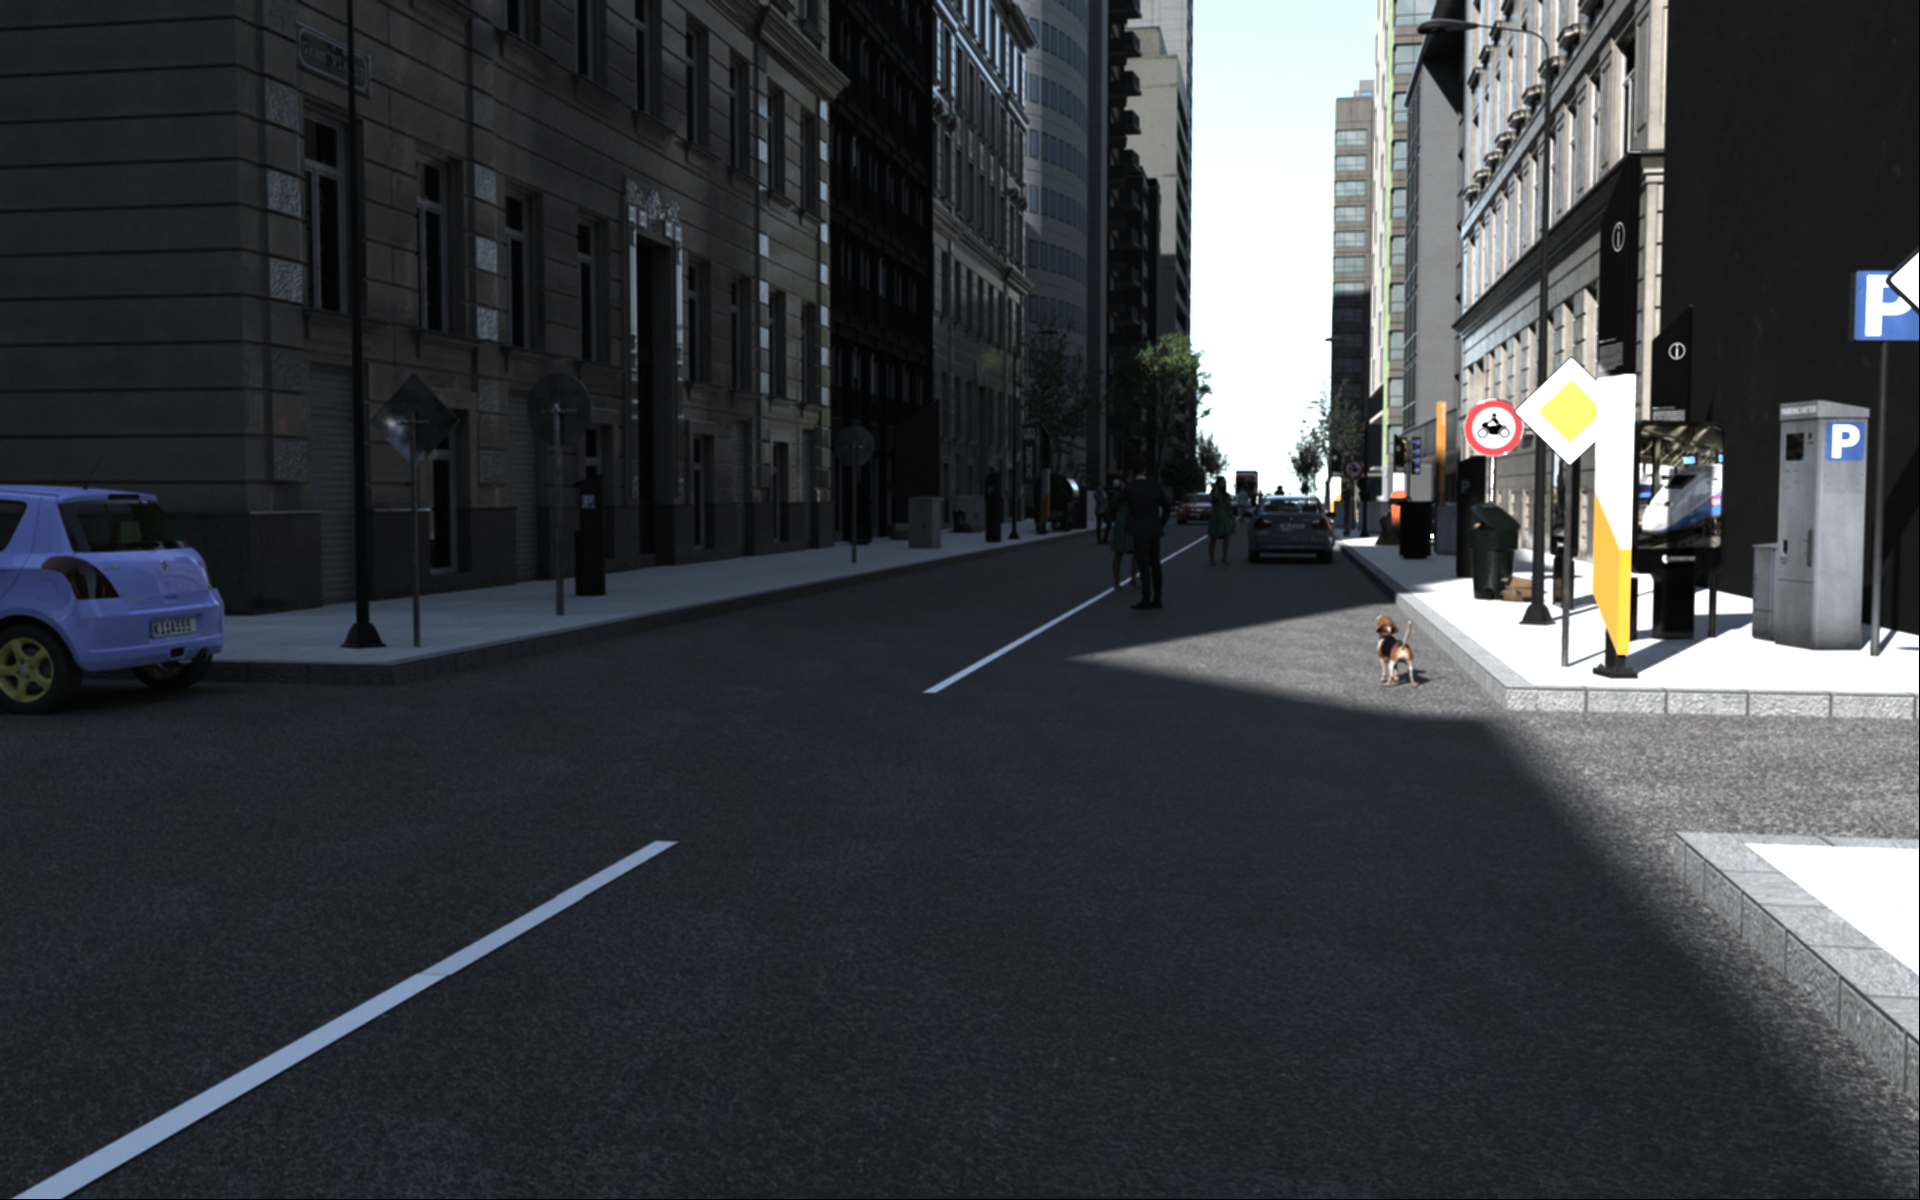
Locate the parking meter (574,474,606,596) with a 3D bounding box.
[{"bbox_3d":[-4.687,-0.827,21.927,0.372,1.533,0.369,0,3,0],"label":"parking meter"}]

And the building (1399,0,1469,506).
[{"bbox_3d":[25.951,-15.299,69.207,14.314,24.678,30.058,1,4,10],"label":"building"}]

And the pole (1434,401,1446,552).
[{"bbox_3d":[10.613,-2.717,38.265,0.158,3.312,0.155,0,3,0],"label":"pole"}]

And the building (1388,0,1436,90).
[{"bbox_3d":[31.235,-25.338,97.863,14.154,41.232,14.086,1,4,10],"label":"building"}]

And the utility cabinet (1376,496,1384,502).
[{"bbox_3d":[16.729,-3.541,69.059,0.306,1.237,1.020,1,4,12],"label":"utility cabinet"}]

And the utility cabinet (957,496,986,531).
[{"bbox_3d":[0.409,-3.014,60.443,1.020,1.237,0.306,1,4,13],"label":"utility cabinet"}]

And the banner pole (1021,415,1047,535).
[{"bbox_3d":[2.337,-3.960,54.760,0.863,3.779,0.401,-1,4,-17],"label":"banner pole"}]

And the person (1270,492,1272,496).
[{"bbox_3d":[41.231,-13.555,230.648,0.617,1.759,0.750,-3,5,-40],"label":"person"}]

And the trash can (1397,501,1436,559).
[{"bbox_3d":[9.042,-1.390,34.372,0.748,1.137,0.748,0,3,0],"label":"trash can"}]

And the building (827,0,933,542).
[{"bbox_3d":[-8.382,-13.523,50.778,12.332,23.373,15.834,1,4,10],"label":"building"}]

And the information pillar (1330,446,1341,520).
[{"bbox_3d":[18.439,-5.725,84.962,0.504,3.616,0.183,-1,4,-12],"label":"information pillar"}]

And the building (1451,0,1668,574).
[{"bbox_3d":[20.579,-12.627,39.741,16.112,22.955,30.059,1,4,10],"label":"building"}]

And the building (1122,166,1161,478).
[{"bbox_3d":[10.167,-23.332,153.182,14.160,30.474,14.107,1,4,10],"label":"building"}]

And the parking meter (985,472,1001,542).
[{"bbox_3d":[0.882,-2.483,46.311,0.399,1.863,0.255,3,5,40],"label":"parking meter"}]

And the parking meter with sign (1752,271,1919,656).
[{"bbox_3d":[7.209,-1.112,14.443,0.543,3.016,1.738,0,4,-2],"label":"parking meter with sign"}]

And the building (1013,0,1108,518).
[{"bbox_3d":[-2.985,-34.368,103.913,21.231,58.520,28.212,1,4,10],"label":"building"}]

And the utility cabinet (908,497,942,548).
[{"bbox_3d":[-0.849,-1.843,41.288,0.306,1.237,1.020,-2,4,-35],"label":"utility cabinet"}]

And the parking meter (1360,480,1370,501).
[{"bbox_3d":[16.873,-4.067,72.207,0.399,1.863,0.255,1,4,9],"label":"parking meter"}]

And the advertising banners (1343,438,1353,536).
[{"bbox_3d":[12.052,-3.515,53.659,0.090,3.025,2.074,1,4,19],"label":"advertising banners"}]

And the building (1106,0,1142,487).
[{"bbox_3d":[2.136,-29.223,132.416,22.147,44.769,28.867,1,4,10],"label":"building"}]

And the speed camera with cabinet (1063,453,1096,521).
[{"bbox_3d":[5.550,-5.467,83.722,2.038,3.252,0.660,-1,4,-22],"label":"speed camera with cabinet"}]

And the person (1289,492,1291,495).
[{"bbox_3d":[36.969,-11.323,194.436,0.445,1.727,0.742,0,4,-8],"label":"person"}]

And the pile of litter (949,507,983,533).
[{"bbox_3d":[0.200,-2.697,58.062,1.176,0.858,1.719,0,4,3],"label":"pile of litter"}]

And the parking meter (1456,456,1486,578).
[{"bbox_3d":[7.841,-1.278,26.600,0.255,1.863,0.399,-2,4,-27],"label":"parking meter"}]

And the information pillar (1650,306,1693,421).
[{"bbox_3d":[8.936,-1.862,21.792,0.183,3.616,0.504,-3,5,-43],"label":"information pillar"}]

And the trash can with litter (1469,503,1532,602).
[{"bbox_3d":[6.643,-0.584,20.936,0.624,1.170,1.055,-1,4,-22],"label":"trash can with litter"}]

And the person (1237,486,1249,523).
[{"bbox_3d":[13.981,-4.744,85.927,0.748,1.841,0.638,-3,5,-39],"label":"person"}]

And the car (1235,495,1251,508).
[{"bbox_3d":[29.184,-10.247,179.893,2.083,1.381,4.827,1,4,10],"label":"car"}]

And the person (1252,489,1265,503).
[{"bbox_3d":[24.692,-8.194,142.477,1.348,1.824,0.705,2,4,29],"label":"person"}]

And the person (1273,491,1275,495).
[{"bbox_3d":[43.170,-14.004,237.455,1.348,1.826,0.705,2,4,30],"label":"person"}]

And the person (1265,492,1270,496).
[{"bbox_3d":[36.566,-12.055,206.304,0.721,1.736,1.217,-2,4,-32],"label":"person"}]

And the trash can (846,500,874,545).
[{"bbox_3d":[-2.540,-1.973,43.911,0.748,1.137,0.748,0,3,0],"label":"trash can"}]

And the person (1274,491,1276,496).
[{"bbox_3d":[33.788,-10.802,185.823,0.721,1.736,1.217,1,4,20],"label":"person"}]

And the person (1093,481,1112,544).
[{"bbox_3d":[4.114,-2.517,49.834,0.592,1.802,0.473,-2,4,-31],"label":"person"}]

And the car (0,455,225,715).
[{"bbox_3d":[-7.189,-0.159,12.199,3.694,1.707,1.945,1,4,9],"label":"car"}]

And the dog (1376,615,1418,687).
[{"bbox_3d":[3.262,0.383,13.024,0.406,0.507,0.540,-3,5,-43],"label":"dog"}]

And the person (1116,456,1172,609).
[{"bbox_3d":[2.283,-0.844,21.663,0.648,1.900,0.474,-2,4,-29],"label":"person"}]

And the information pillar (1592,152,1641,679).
[{"bbox_3d":[4.612,-1.274,12.178,0.183,3.616,0.504,0,4,-1],"label":"information pillar"}]

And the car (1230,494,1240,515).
[{"bbox_3d":[18.076,-6.623,118.080,2.009,1.686,4.222,1,4,9],"label":"car"}]

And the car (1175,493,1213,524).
[{"bbox_3d":[11.406,-4.509,82.755,2.155,1.783,4.494,1,4,12],"label":"car"}]

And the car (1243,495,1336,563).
[{"bbox_3d":[7.111,-1.552,37.385,2.014,1.417,4.499,1,4,10],"label":"car"}]

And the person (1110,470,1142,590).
[{"bbox_3d":[2.513,-1.053,25.959,0.600,1.795,0.529,-2,4,-34],"label":"person"}]

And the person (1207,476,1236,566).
[{"bbox_3d":[5.210,-1.587,34.696,0.600,1.795,0.529,-2,4,-27],"label":"person"}]

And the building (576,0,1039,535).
[{"bbox_3d":[-4.652,-16.728,70.767,12.463,27.353,25.104,1,4,10],"label":"building"}]

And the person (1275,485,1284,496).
[{"bbox_3d":[14.269,-4.212,77.341,0.573,1.828,0.580,-1,4,-22],"label":"person"}]

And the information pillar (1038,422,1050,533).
[{"bbox_3d":[2.766,-3.982,56.460,0.183,3.616,0.504,-2,4,-29],"label":"information pillar"}]

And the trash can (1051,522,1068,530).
[{"bbox_3d":[3.533,-3.035,61.270,0.748,1.137,0.748,0,3,0],"label":"trash can"}]

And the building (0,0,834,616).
[{"bbox_3d":[-10.804,-14.255,30.327,12.463,27.353,25.104,1,4,10],"label":"building"}]

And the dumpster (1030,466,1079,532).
[{"bbox_3d":[3.237,-3.476,59.325,1.502,2.255,1.985,1,4,10],"label":"dumpster"}]

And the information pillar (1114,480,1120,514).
[{"bbox_3d":[7.961,-5.078,87.516,0.304,2.012,0.304,-3,5,-40],"label":"information pillar"}]

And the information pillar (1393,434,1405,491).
[{"bbox_3d":[17.130,-4.665,67.624,0.504,3.616,0.183,-2,4,-25],"label":"information pillar"}]

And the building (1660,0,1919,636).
[{"bbox_3d":[17.402,-11.557,18.636,15.834,23.373,12.332,1,4,10],"label":"building"}]
